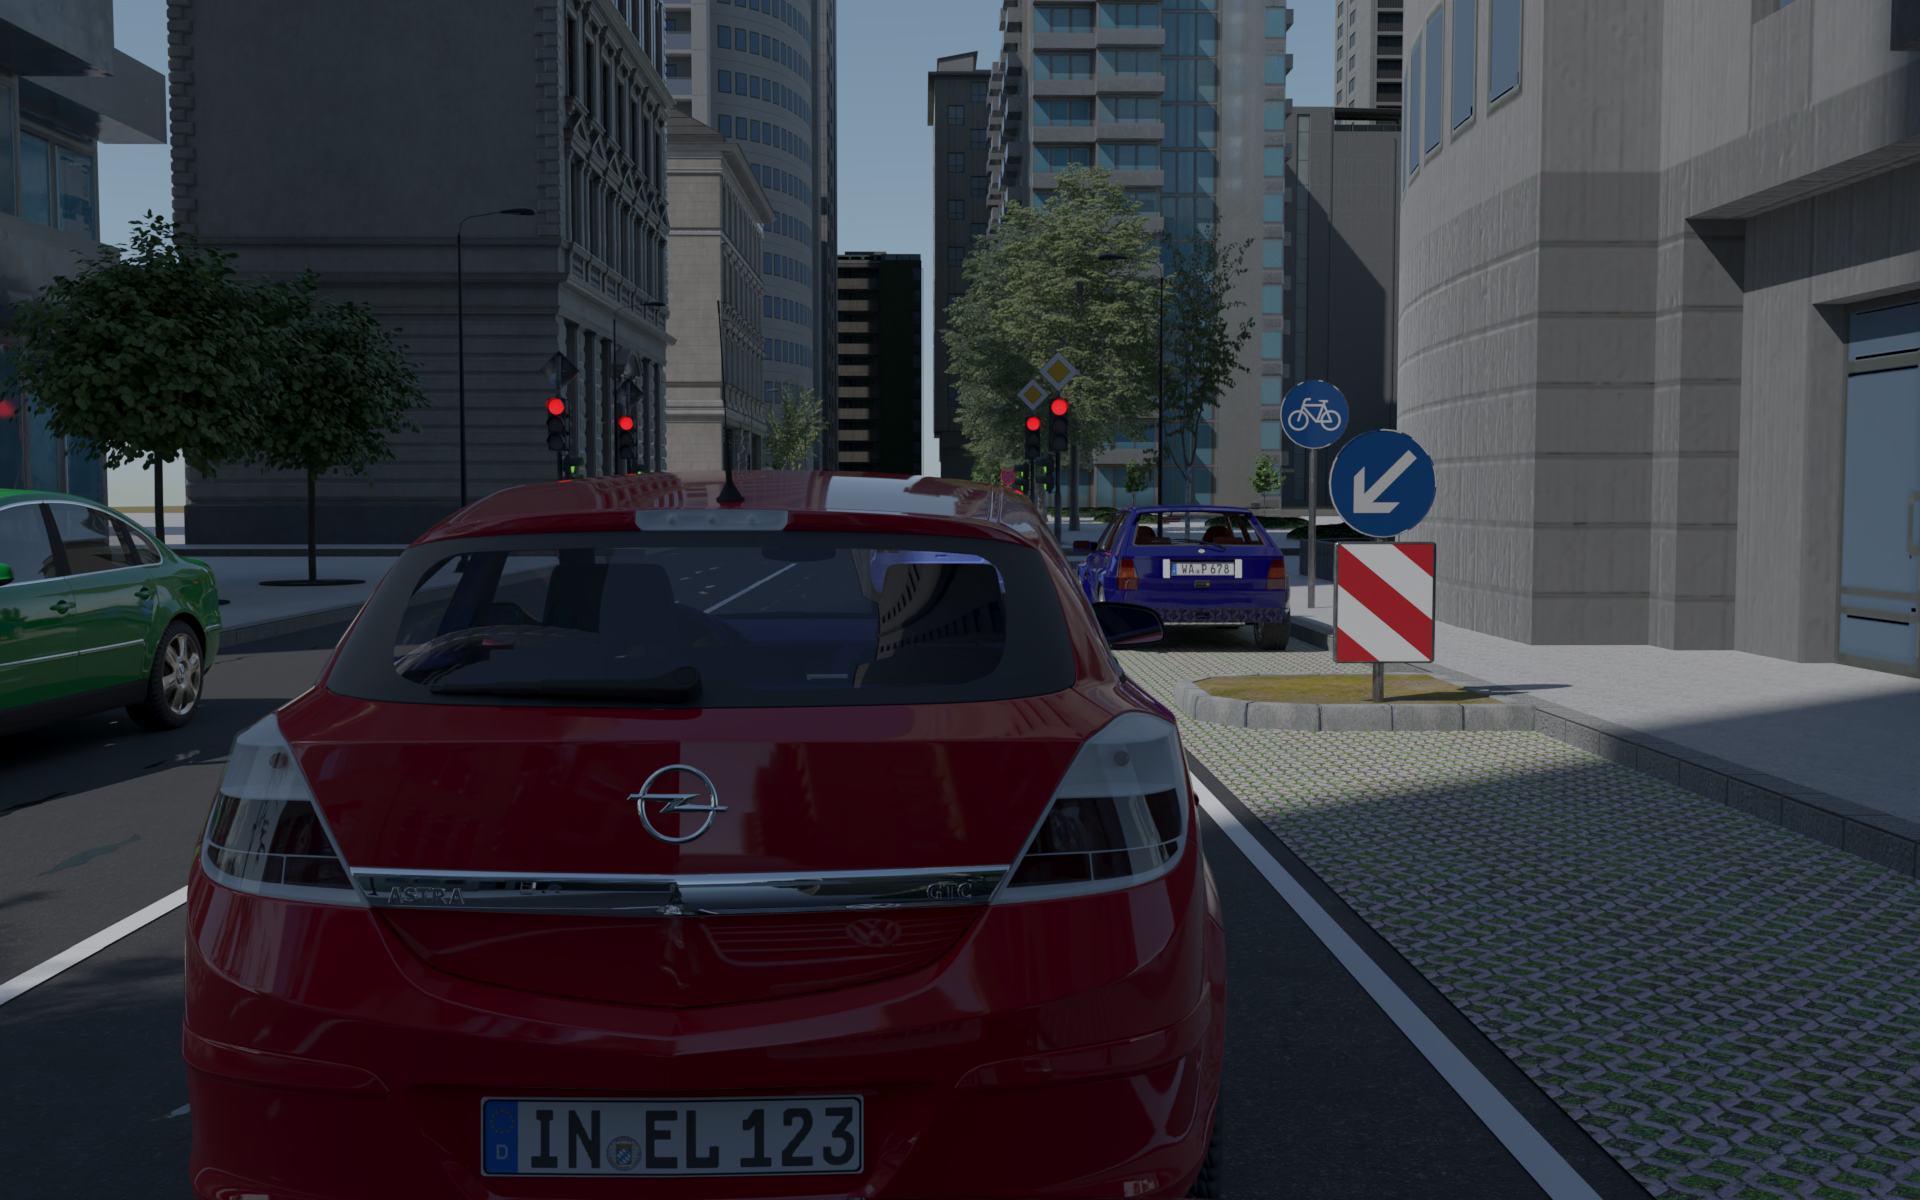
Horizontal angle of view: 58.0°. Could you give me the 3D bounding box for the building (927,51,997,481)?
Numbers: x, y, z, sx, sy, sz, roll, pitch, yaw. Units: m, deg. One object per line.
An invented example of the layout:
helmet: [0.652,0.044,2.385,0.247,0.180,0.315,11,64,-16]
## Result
building: [9.747,-38.298,215.407,27.495,52.752,28.713,0,4,-1]

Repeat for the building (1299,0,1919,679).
building: [15.285,-28.936,15.111,21.231,58.520,28.212,0,4,-1]

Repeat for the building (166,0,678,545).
building: [-15.125,-13.686,52.639,11.050,23.489,19.941,0,4,-1]

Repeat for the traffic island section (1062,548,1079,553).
traffic island section: [1.790,-1.226,42.319,2.009,0.180,2.903,0,4,-1]

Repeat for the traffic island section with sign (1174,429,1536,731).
traffic island section with sign: [2.457,-0.166,11.335,1.989,1.847,2.006,0,4,-1]

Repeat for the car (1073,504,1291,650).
car: [2.126,-0.281,17.179,1.945,1.354,3.894,0,4,-1]

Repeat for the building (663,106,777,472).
building: [-15.677,-14.187,82.871,10.553,20.767,40.483,0,4,-1]

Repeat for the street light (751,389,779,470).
street light: [-8.680,-6.367,76.639,1.470,5.913,1.316,0,4,-1]

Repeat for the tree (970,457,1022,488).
tree: [2.361,-8.680,125.625,4.285,4.588,4.351,0,3,0]

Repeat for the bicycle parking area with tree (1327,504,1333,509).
bicycle parking area with tree: [29.139,-7.765,113.959,9.016,4.147,8.231,0,4,2]

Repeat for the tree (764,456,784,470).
tree: [-9.494,-5.747,88.564,1.663,3.219,1.824,0,3,0]

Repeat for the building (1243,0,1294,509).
building: [14.676,-32.152,145.291,23.786,49.044,30.456,0,4,-1]

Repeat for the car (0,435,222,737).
car: [-5.659,-0.027,9.239,1.959,1.807,4.718,0,4,1]

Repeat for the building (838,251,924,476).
building: [-11.471,-26.756,209.163,14.107,30.474,14.160,0,4,-1]

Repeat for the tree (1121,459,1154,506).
tree: [8.643,-5.656,87.074,1.663,3.219,1.824,0,3,0]

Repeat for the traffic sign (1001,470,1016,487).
traffic sign: [2.480,-5.440,89.051,0.768,2.556,0.104,0,4,4]

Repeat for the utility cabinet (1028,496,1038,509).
utility cabinet: [2.840,-3.461,67.749,0.306,1.237,1.020,0,4,-6]

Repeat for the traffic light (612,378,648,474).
traffic light: [-8.009,-3.245,41.981,0.839,4.253,0.868,0,4,-1]

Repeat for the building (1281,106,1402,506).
building: [40.045,-30.735,186.118,14.086,41.232,14.154,0,4,-1]

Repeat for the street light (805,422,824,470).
street light: [-9.406,-8.491,111.361,1.470,5.913,1.316,0,4,-1]

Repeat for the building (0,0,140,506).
building: [-26.844,-24.359,17.881,30.456,49.044,23.786,0,4,-1]

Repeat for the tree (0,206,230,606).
tree: [-9.143,-2.216,19.939,4.285,4.588,4.351,0,3,0]

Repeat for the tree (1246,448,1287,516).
tree: [12.756,-4.801,73.104,1.663,3.219,1.824,0,3,0]

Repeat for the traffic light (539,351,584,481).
traffic light: [-7.839,-2.757,33.998,0.839,4.253,0.868,0,4,-1]

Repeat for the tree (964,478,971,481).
tree: [0.796,-12.250,194.892,1.663,3.219,1.824,0,3,0]

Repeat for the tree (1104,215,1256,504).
tree: [6.043,-5.869,46.317,4.737,8.622,4.395,0,3,0]

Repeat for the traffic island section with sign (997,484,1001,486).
traffic island section with sign: [1.261,-3.565,66.912,1.989,1.847,2.006,0,4,-1]

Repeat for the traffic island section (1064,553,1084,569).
traffic island section: [1.960,-0.737,34.336,2.009,0.180,2.903,0,4,-1]

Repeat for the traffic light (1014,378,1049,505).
traffic light: [1.750,-3.259,42.205,0.839,4.253,0.868,0,4,-1]

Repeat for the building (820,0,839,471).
building: [-23.502,-45.395,180.462,20.611,71.187,20.563,0,4,-1]

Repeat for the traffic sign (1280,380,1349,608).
traffic sign: [3.952,-1.181,19.407,0.768,2.556,0.104,0,3,0]

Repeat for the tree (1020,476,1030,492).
tree: [3.955,-5.650,86.981,1.663,3.219,1.824,0,3,0]

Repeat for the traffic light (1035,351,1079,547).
traffic light: [1.920,-2.771,34.221,0.839,4.253,0.868,0,4,-1]

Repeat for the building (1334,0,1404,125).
building: [58.135,-47.323,211.980,20.611,71.187,20.563,0,4,-1]

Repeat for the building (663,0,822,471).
building: [-21.771,-35.963,129.989,21.231,58.520,28.212,0,4,-1]

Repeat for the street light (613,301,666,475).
street light: [-7.785,-4.241,41.877,1.470,5.913,1.316,0,4,-1]

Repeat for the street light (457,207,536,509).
street light: [-7.569,-3.404,28.195,1.470,5.913,1.316,0,4,-1]

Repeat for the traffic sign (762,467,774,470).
traffic sign: [-8.945,-4.929,80.696,0.768,2.556,0.104,0,4,0]

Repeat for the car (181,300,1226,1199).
car: [-0.454,0.267,4.671,2.155,1.783,4.494,0,4,-1]

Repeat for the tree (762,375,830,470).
tree: [-10.919,-9.583,107.045,4.737,8.622,4.395,0,3,0]

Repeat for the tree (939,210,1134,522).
tree: [3.690,-10.472,77.873,9.857,13.997,8.962,0,3,0]

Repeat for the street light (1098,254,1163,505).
street light: [3.366,-3.739,33.668,1.470,5.913,1.316,0,4,-1]

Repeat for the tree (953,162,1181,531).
tree: [4.276,-8.651,59.577,7.486,12.596,7.792,0,3,0]

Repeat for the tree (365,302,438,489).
tree: [-9.180,-2.501,24.602,4.285,4.588,4.351,0,3,0]
